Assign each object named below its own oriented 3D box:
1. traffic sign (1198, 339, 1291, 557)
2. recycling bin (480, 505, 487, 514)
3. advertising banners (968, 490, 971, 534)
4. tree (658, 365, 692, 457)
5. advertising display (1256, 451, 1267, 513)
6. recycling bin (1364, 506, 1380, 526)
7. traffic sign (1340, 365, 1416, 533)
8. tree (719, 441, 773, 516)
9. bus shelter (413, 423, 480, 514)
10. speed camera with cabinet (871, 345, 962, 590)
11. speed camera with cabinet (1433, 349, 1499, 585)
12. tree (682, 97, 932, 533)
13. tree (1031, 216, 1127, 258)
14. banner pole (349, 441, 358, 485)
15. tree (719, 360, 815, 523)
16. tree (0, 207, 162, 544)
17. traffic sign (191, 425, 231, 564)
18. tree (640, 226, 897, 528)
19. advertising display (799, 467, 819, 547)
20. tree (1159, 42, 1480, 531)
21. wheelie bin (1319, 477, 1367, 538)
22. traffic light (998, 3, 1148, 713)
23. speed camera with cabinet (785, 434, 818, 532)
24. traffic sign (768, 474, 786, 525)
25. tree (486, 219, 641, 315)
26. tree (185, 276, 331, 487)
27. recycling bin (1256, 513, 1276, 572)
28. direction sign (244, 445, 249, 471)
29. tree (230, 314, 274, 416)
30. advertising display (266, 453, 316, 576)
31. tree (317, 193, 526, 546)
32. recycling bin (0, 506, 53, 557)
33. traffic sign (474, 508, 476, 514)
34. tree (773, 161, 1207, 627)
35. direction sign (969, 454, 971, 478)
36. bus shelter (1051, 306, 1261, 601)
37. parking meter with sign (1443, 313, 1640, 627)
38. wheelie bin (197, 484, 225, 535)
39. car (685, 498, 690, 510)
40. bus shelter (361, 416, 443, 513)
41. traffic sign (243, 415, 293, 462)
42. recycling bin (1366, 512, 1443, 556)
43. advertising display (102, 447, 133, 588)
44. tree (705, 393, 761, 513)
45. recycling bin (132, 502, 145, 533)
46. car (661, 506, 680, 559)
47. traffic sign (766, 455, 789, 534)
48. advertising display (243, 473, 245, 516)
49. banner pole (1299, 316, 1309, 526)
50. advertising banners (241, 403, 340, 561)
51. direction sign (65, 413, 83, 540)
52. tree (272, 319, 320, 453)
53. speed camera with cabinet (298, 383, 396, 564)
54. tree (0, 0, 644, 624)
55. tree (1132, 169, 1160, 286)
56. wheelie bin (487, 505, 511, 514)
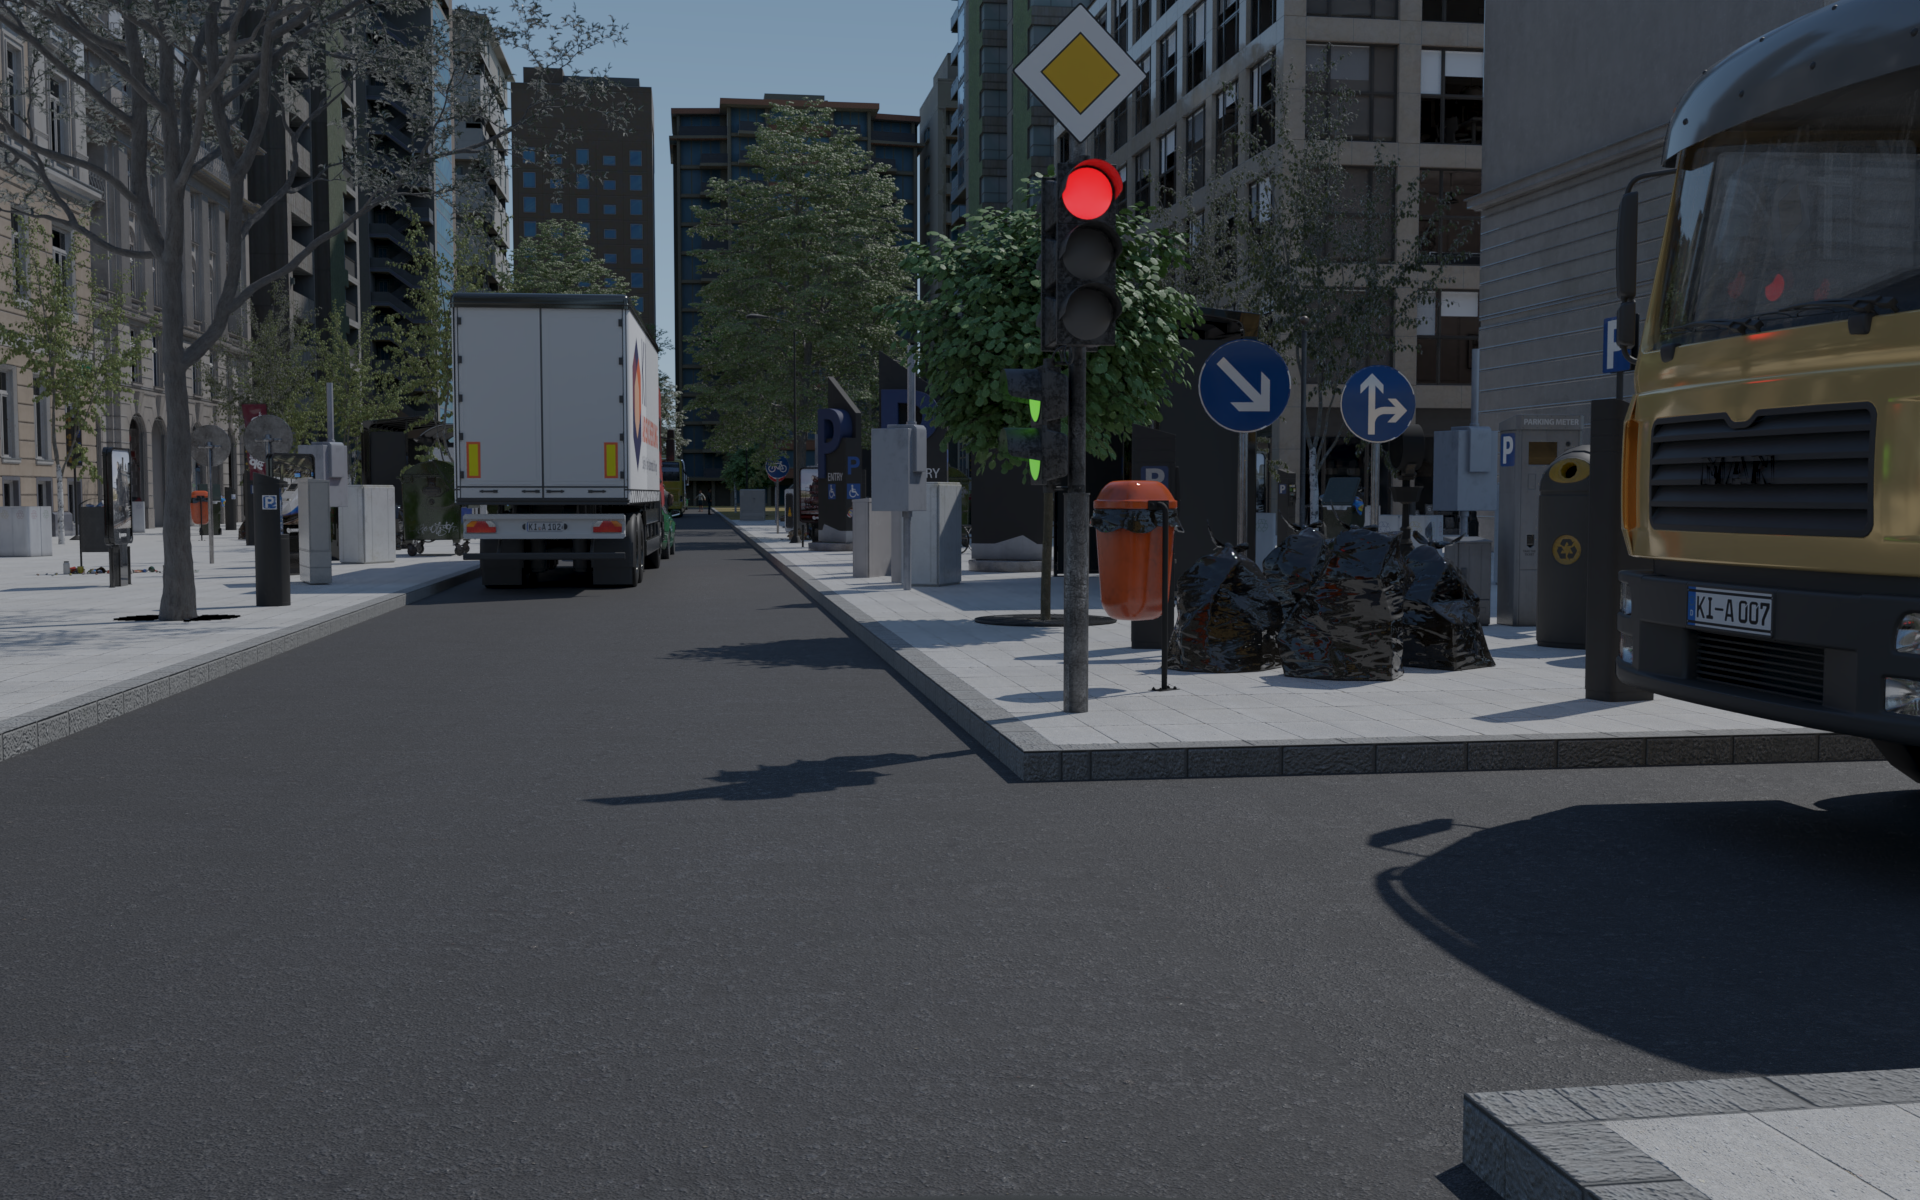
[{"bbox_3d":[2.338,-0.870,14.327,0.768,2.556,0.104,0,4,-2],"label":"traffic sign"},{"bbox_3d":[-17.828,-3.166,64.312,0.722,1.027,0.722,0,4,3],"label":"recycling bin"},{"bbox_3d":[0.883,-3.653,55.915,2.074,3.025,0.090,-2,4,-34],"label":"advertising banners"},{"bbox_3d":[-27.512,-14.684,146.745,9.857,13.997,8.962,0,3,0],"label":"tree"},{"bbox_3d":[4.147,-1.256,25.745,0.974,1.923,0.123,-2,4,-32],"label":"advertising display"},{"bbox_3d":[8.735,-1.551,37.920,0.722,1.027,0.722,0,4,-6],"label":"recycling bin"},{"bbox_3d":[4.115,-1.044,17.173,0.768,2.556,0.104,0,4,-6],"label":"traffic sign"},{"bbox_3d":[-12.062,-7.295,102.994,4.285,4.588,4.351,0,3,0],"label":"tree"},{"bbox_3d":[-15.018,-3.571,52.304,2.014,3.302,5.546,-1,4,-9],"label":"bus shelter"},{"bbox_3d":[-0.585,-1.805,23.854,0.660,3.252,2.038,1,4,20],"label":"speed camera with cabinet"},{"bbox_3d":[7.593,-1.822,24.134,2.038,3.252,0.660,-1,4,-23],"label":"speed camera with cabinet"},{"bbox_3d":[-4.246,-8.080,50.227,7.486,12.596,7.792,0,3,0],"label":"tree"},{"bbox_3d":[2.739,-5.771,44.714,4.737,8.622,4.395,0,3,0],"label":"tree"},{"bbox_3d":[-28.470,-5.578,81.224,0.863,3.779,0.401,3,4,39],"label":"banner pole"},{"bbox_3d":[-8.407,-7.757,77.196,4.737,8.622,4.395,0,3,0],"label":"tree"},{"bbox_3d":[-22.658,-5.722,43.923,4.737,8.622,4.395,0,3,0],"label":"tree"},{"bbox_3d":[-13.793,-1.942,31.853,0.768,2.556,0.104,0,4,-4],"label":"traffic sign"},{"bbox_3d":[-6.024,-8.553,65.589,9.928,11.665,9.643,0,3,0],"label":"tree"},{"bbox_3d":[-3.379,-2.229,41.663,0.974,1.923,0.123,1,4,10],"label":"advertising display"},{"bbox_3d":[6.045,-4.792,28.716,4.360,8.622,3.978,0,3,0],"label":"tree"},{"bbox_3d":[7.268,-1.526,32.866,0.980,1.594,0.693,3,4,39],"label":"wheelie bin"},{"bbox_3d":[0.663,-1.295,10.094,0.839,4.253,0.868,-1,4,-9],"label":"traffic light"},{"bbox_3d":[-5.225,-3.883,57.824,0.660,3.252,2.038,-2,4,-28],"label":"speed camera with cabinet"},{"bbox_3d":[-7.555,-4.371,71.564,0.768,2.556,0.104,0,4,-1],"label":"traffic sign"},{"bbox_3d":[-16.883,-9.426,72.247,7.486,12.596,7.792,0,3,0],"label":"tree"},{"bbox_3d":[-23.205,-6.557,57.573,4.360,8.622,3.978,0,3,0],"label":"tree"},{"bbox_3d":[3.803,-0.659,23.322,0.722,1.027,0.722,0,4,-6],"label":"recycling bin"},{"bbox_3d":[-26.544,-4.479,65.228,0.379,3.537,0.876,2,4,32],"label":"direction sign"},{"bbox_3d":[-27.613,-7.390,71.181,4.737,8.622,4.395,0,3,0],"label":"tree"},{"bbox_3d":[-10.534,-1.352,27.318,0.123,1.923,0.974,1,4,20],"label":"advertising display"},{"bbox_3d":[-12.512,-5.668,43.036,4.737,8.622,4.395,0,3,0],"label":"tree"},{"bbox_3d":[-19.172,-1.405,35.525,0.722,1.027,0.722,1,4,10],"label":"recycling bin"},{"bbox_3d":[-13.703,-2.917,48.885,0.795,2.450,0.064,0,4,-8],"label":"traffic sign"},{"bbox_3d":[0.785,-2.051,17.241,4.285,4.588,4.351,0,3,0],"label":"tree"},{"bbox_3d":[0.781,-5.512,82.114,0.876,3.537,0.379,-3,4,-37],"label":"direction sign"},{"bbox_3d":[2.393,-1.995,23.903,1.731,3.624,6.357,-1,4,-9],"label":"bus shelter"},{"bbox_3d":[5.639,-1.262,16.902,1.738,3.016,0.543,0,4,-7],"label":"parking meter with sign"},{"bbox_3d":[-23.477,-2.824,54.084,0.980,1.594,0.693,-2,4,-29],"label":"wheelie bin"},{"bbox_3d":[-25.565,-8.873,156.865,2.131,1.459,4.920,-1,4,-9],"label":"car"},{"bbox_3d":[-17.477,-3.883,54.763,1.731,3.624,6.357,-1,4,-9],"label":"bus shelter"},{"bbox_3d":[-11.123,-1.698,27.874,0.768,2.556,0.104,0,4,-8],"label":"traffic sign"},{"bbox_3d":[5.342,-0.501,20.745,0.722,1.027,0.722,2,4,28],"label":"recycling bin"},{"bbox_3d":[-11.693,-1.153,24.068,0.123,1.923,0.974,-1,4,-11],"label":"advertising display"},{"bbox_3d":[-15.228,-10.211,117.314,4.360,8.622,3.978,0,3,0],"label":"tree"},{"bbox_3d":[-27.487,-2.749,57.506,0.722,1.027,0.722,-2,4,-29],"label":"recycling bin"},{"bbox_3d":[-7.473,-1.692,39.462,2.131,1.459,4.920,0,4,-7],"label":"car"},{"bbox_3d":[-5.888,-3.414,55.919,0.768,2.556,0.104,0,4,-7],"label":"traffic sign"},{"bbox_3d":[-20.714,-2.818,51.287,0.974,1.923,0.123,0,4,2],"label":"advertising display"},{"bbox_3d":[4.885,-2.120,24.682,0.401,3.779,0.863,1,4,11],"label":"banner pole"},{"bbox_3d":[-12.801,-2.270,33.302,2.074,3.025,0.090,0,4,7],"label":"advertising banners"},{"bbox_3d":[-24.592,-3.433,48.126,0.876,3.537,0.379,3,4,38],"label":"direction sign"},{"bbox_3d":[-23.238,-7.101,66.456,4.737,8.622,4.395,0,3,0],"label":"tree"},{"bbox_3d":[-11.163,-2.277,31.567,0.660,3.252,2.038,1,4,18],"label":"speed camera with cabinet"},{"bbox_3d":[-7.855,-6.543,17.346,12.009,13.543,11.850,0,3,0],"label":"tree"},{"bbox_3d":[5.547,-5.275,36.608,4.360,8.622,3.978,0,3,0],"label":"tree"},{"bbox_3d":[-15.397,-3.047,57.719,0.980,1.594,0.693,1,4,11],"label":"wheelie bin"}]
